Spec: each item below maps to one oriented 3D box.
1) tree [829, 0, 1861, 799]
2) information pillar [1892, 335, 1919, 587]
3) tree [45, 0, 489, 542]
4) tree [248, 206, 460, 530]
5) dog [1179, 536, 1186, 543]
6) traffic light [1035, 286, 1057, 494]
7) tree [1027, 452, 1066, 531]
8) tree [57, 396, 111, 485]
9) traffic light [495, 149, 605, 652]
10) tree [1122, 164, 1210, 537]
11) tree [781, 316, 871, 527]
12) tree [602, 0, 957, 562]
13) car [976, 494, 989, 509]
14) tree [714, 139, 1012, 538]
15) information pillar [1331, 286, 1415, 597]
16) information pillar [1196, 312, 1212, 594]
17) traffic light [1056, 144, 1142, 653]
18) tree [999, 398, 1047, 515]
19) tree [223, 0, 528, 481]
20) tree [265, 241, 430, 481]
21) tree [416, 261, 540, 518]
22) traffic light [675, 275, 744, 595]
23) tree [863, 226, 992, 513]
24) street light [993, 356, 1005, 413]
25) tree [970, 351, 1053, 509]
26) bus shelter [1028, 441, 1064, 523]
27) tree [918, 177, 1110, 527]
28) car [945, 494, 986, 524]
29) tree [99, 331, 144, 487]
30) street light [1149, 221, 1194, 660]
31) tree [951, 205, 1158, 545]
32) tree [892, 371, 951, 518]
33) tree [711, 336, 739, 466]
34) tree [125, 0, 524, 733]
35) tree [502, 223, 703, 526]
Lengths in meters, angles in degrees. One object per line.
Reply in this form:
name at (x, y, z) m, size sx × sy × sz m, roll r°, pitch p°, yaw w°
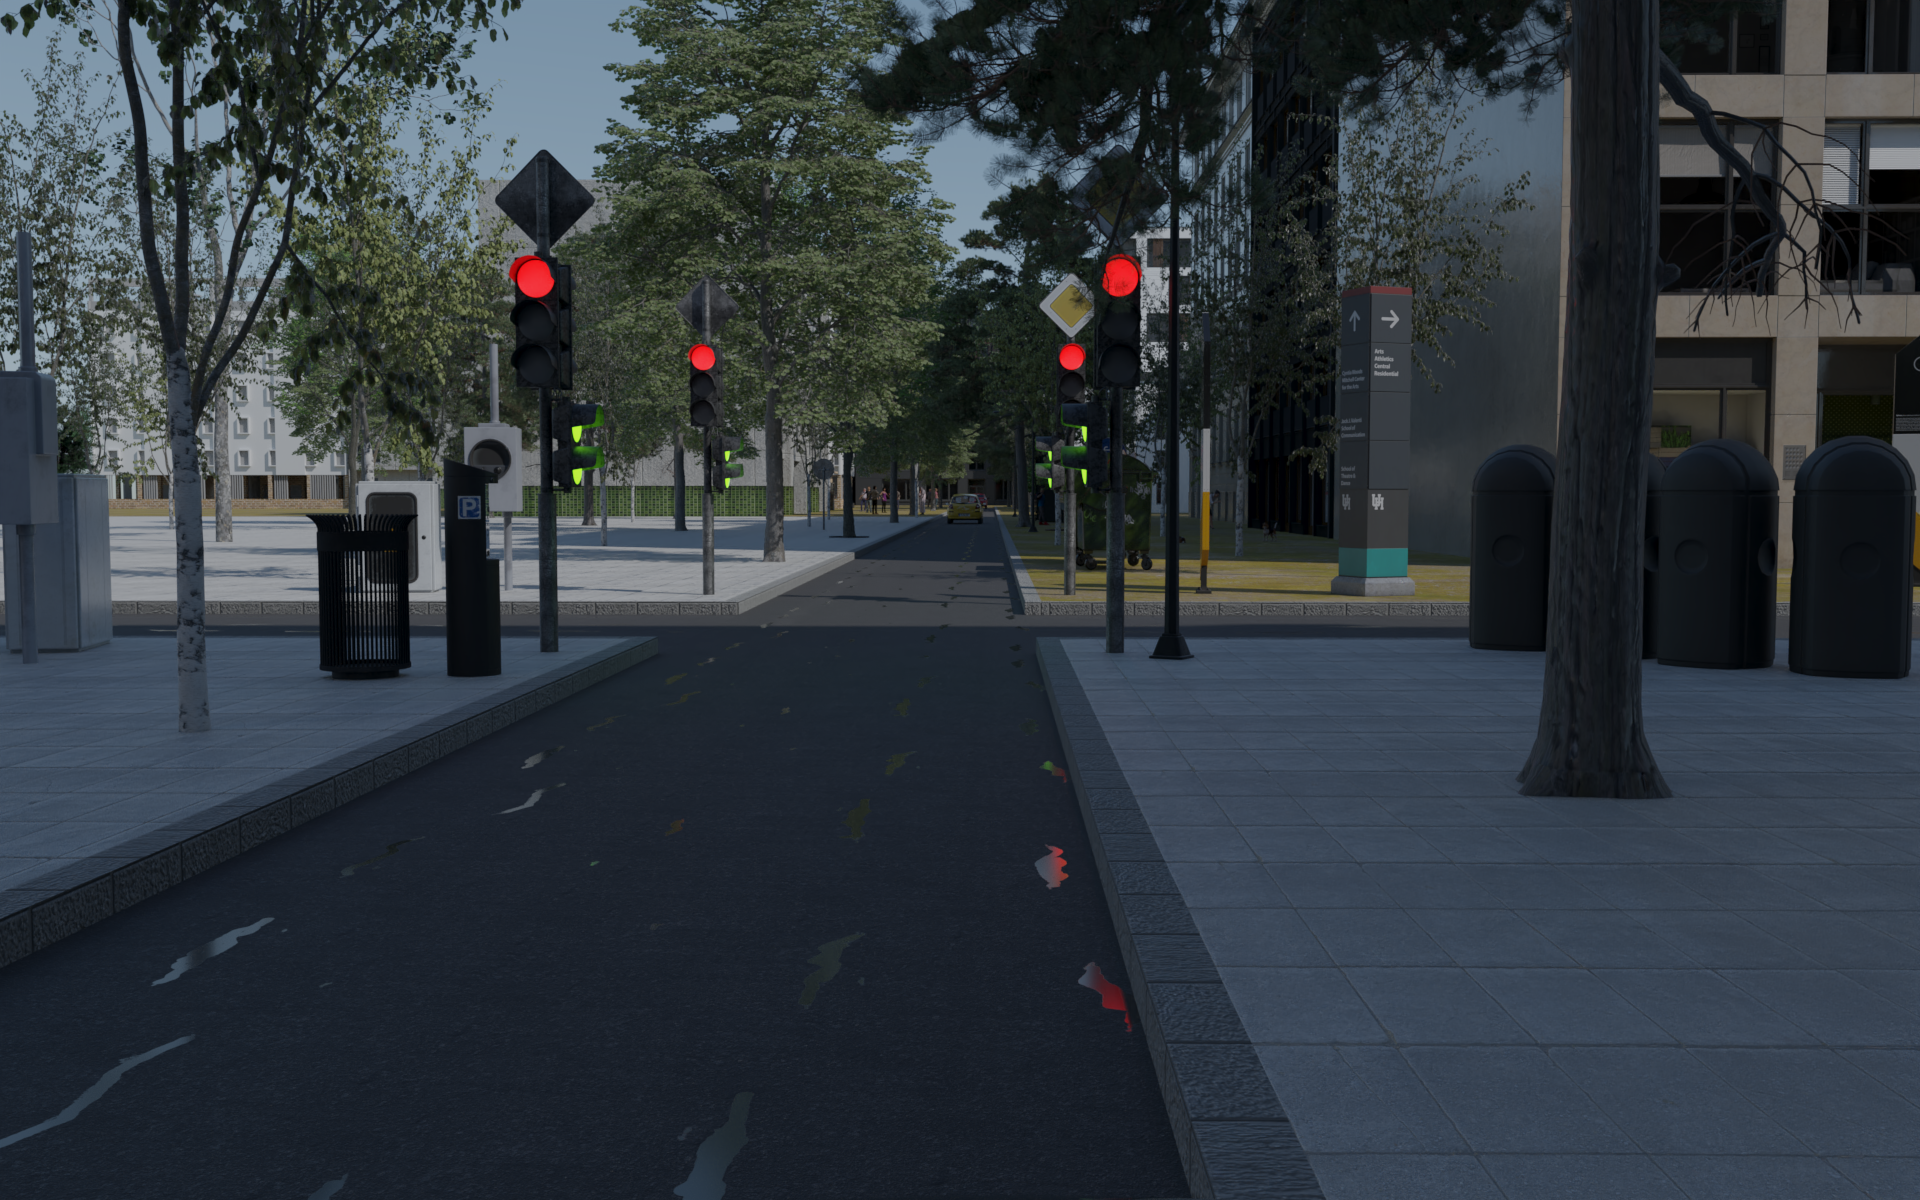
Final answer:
tree at (2.730, -5.199, 7.055) m, size 6.751 × 12.117 × 7.091 m, roll 0°, pitch 3°, yaw 0°
information pillar at (13.143, -1.990, 23.895) m, size 0.504 × 3.616 × 0.183 m, roll 1°, pitch 4°, yaw 22°
tree at (-18.926, -11.689, 47.010) m, size 12.611 × 20.169 × 13.585 m, roll 0°, pitch 3°, yaw 0°
tree at (-21.544, -8.299, 61.450) m, size 9.928 × 11.665 × 9.643 m, roll 0°, pitch 3°, yaw 0°
dog at (5.654, -1.691, 45.379) m, size 0.550 × 0.427 × 0.748 m, roll 1°, pitch 4°, yaw 15°
traffic light at (1.376, -1.997, 21.894) m, size 0.839 × 4.213 × 0.868 m, roll 0°, pitch 4°, yaw 1°
tree at (3.356, -4.037, 60.606) m, size 1.663 × 3.219 × 1.824 m, roll 0°, pitch 3°, yaw 0°
tree at (-53.176, -7.822, 90.803) m, size 20.602 × 7.101 × 11.467 m, roll 0°, pitch 4°, yaw 2°
traffic light at (-3.324, -1.512, 13.974) m, size 0.839 × 4.213 × 0.868 m, roll 0°, pitch 4°, yaw 1°
tree at (5.994, -5.208, 35.516) m, size 4.360 × 8.622 × 3.978 m, roll 0°, pitch 3°, yaw 0°
tree at (-6.126, -7.193, 67.962) m, size 4.360 × 8.622 × 3.978 m, roll 0°, pitch 3°, yaw 0°
tree at (-3.842, -7.013, 32.784) m, size 7.486 × 12.596 × 7.792 m, roll 0°, pitch 3°, yaw 0°
car at (1.764, -9.752, 168.488) m, size 2.155 × 1.783 × 4.494 m, roll 0°, pitch 4°, yaw 1°
tree at (-3.372, -7.641, 50.691) m, size 9.928 × 11.665 × 9.643 m, roll 0°, pitch 3°, yaw 0°
information pillar at (5.262, -1.994, 21.983) m, size 0.750 × 3.857 × 0.750 m, roll -1°, pitch 4°, yaw -22°
information pillar at (3.145, -1.887, 22.214) m, size 0.183 × 3.616 × 0.504 m, roll 0°, pitch 4°, yaw 5°
traffic light at (1.237, -1.509, 13.910) m, size 0.839 × 4.213 × 0.868 m, roll 0°, pitch 4°, yaw 1°
tree at (4.434, -9.575, 106.922) m, size 4.360 × 8.622 × 3.978 m, roll 0°, pitch 3°, yaw 0°
tree at (-8.397, -4.576, 25.184) m, size 4.737 × 8.622 × 4.395 m, roll 0°, pitch 3°, yaw 0°
tree at (-25.795, -9.527, 73.900) m, size 7.486 × 12.596 × 7.792 m, roll 0°, pitch 3°, yaw 0°
tree at (-25.379, -11.305, 92.259) m, size 7.806 × 13.903 × 7.818 m, roll 0°, pitch 3°, yaw 0°
traffic light at (-3.184, -2.001, 21.958) m, size 0.839 × 4.213 × 0.868 m, roll 0°, pitch 4°, yaw 1°
tree at (-2.106, -16.041, 118.158) m, size 12.611 × 20.169 × 13.585 m, roll 0°, pitch 3°, yaw 0°
street light at (1.923, -5.238, 58.177) m, size 1.470 × 5.913 × 1.316 m, roll 0°, pitch 4°, yaw 1°
tree at (4.783, -14.727, 147.445) m, size 9.857 × 13.997 × 8.962 m, roll 0°, pitch 3°, yaw 0°
bus shelter at (4.031, -5.383, 79.293) m, size 1.731 × 3.624 × 6.357 m, roll 0°, pitch 4°, yaw 1°
tree at (2.302, -9.783, 67.379) m, size 7.806 × 13.903 × 7.818 m, roll 0°, pitch 3°, yaw 0°
car at (0.266, -4.542, 84.489) m, size 2.015 × 1.641 × 3.980 m, roll 0°, pitch 4°, yaw 2°
tree at (-28.692, -6.862, 62.564) m, size 4.737 × 8.622 × 4.395 m, roll 0°, pitch 3°, yaw 0°
street light at (1.115, -2.499, 13.397) m, size 1.470 × 5.913 × 1.316 m, roll 0°, pitch 4°, yaw 1°
tree at (2.215, -5.669, 43.043) m, size 4.737 × 8.622 × 4.395 m, roll 0°, pitch 3°, yaw 0°
tree at (-2.247, -8.751, 93.433) m, size 4.737 × 8.622 × 4.395 m, roll 0°, pitch 3°, yaw 0°
tree at (-14.572, -10.218, 89.115) m, size 6.751 × 12.117 × 7.091 m, roll 0°, pitch 3°, yaw 0°
tree at (-3.926, -3.590, 9.055) m, size 4.360 × 8.622 × 3.978 m, roll 0°, pitch 3°, yaw 0°
tree at (-15.025, -9.047, 69.980) m, size 6.751 × 12.117 × 7.091 m, roll 0°, pitch 3°, yaw 0°
